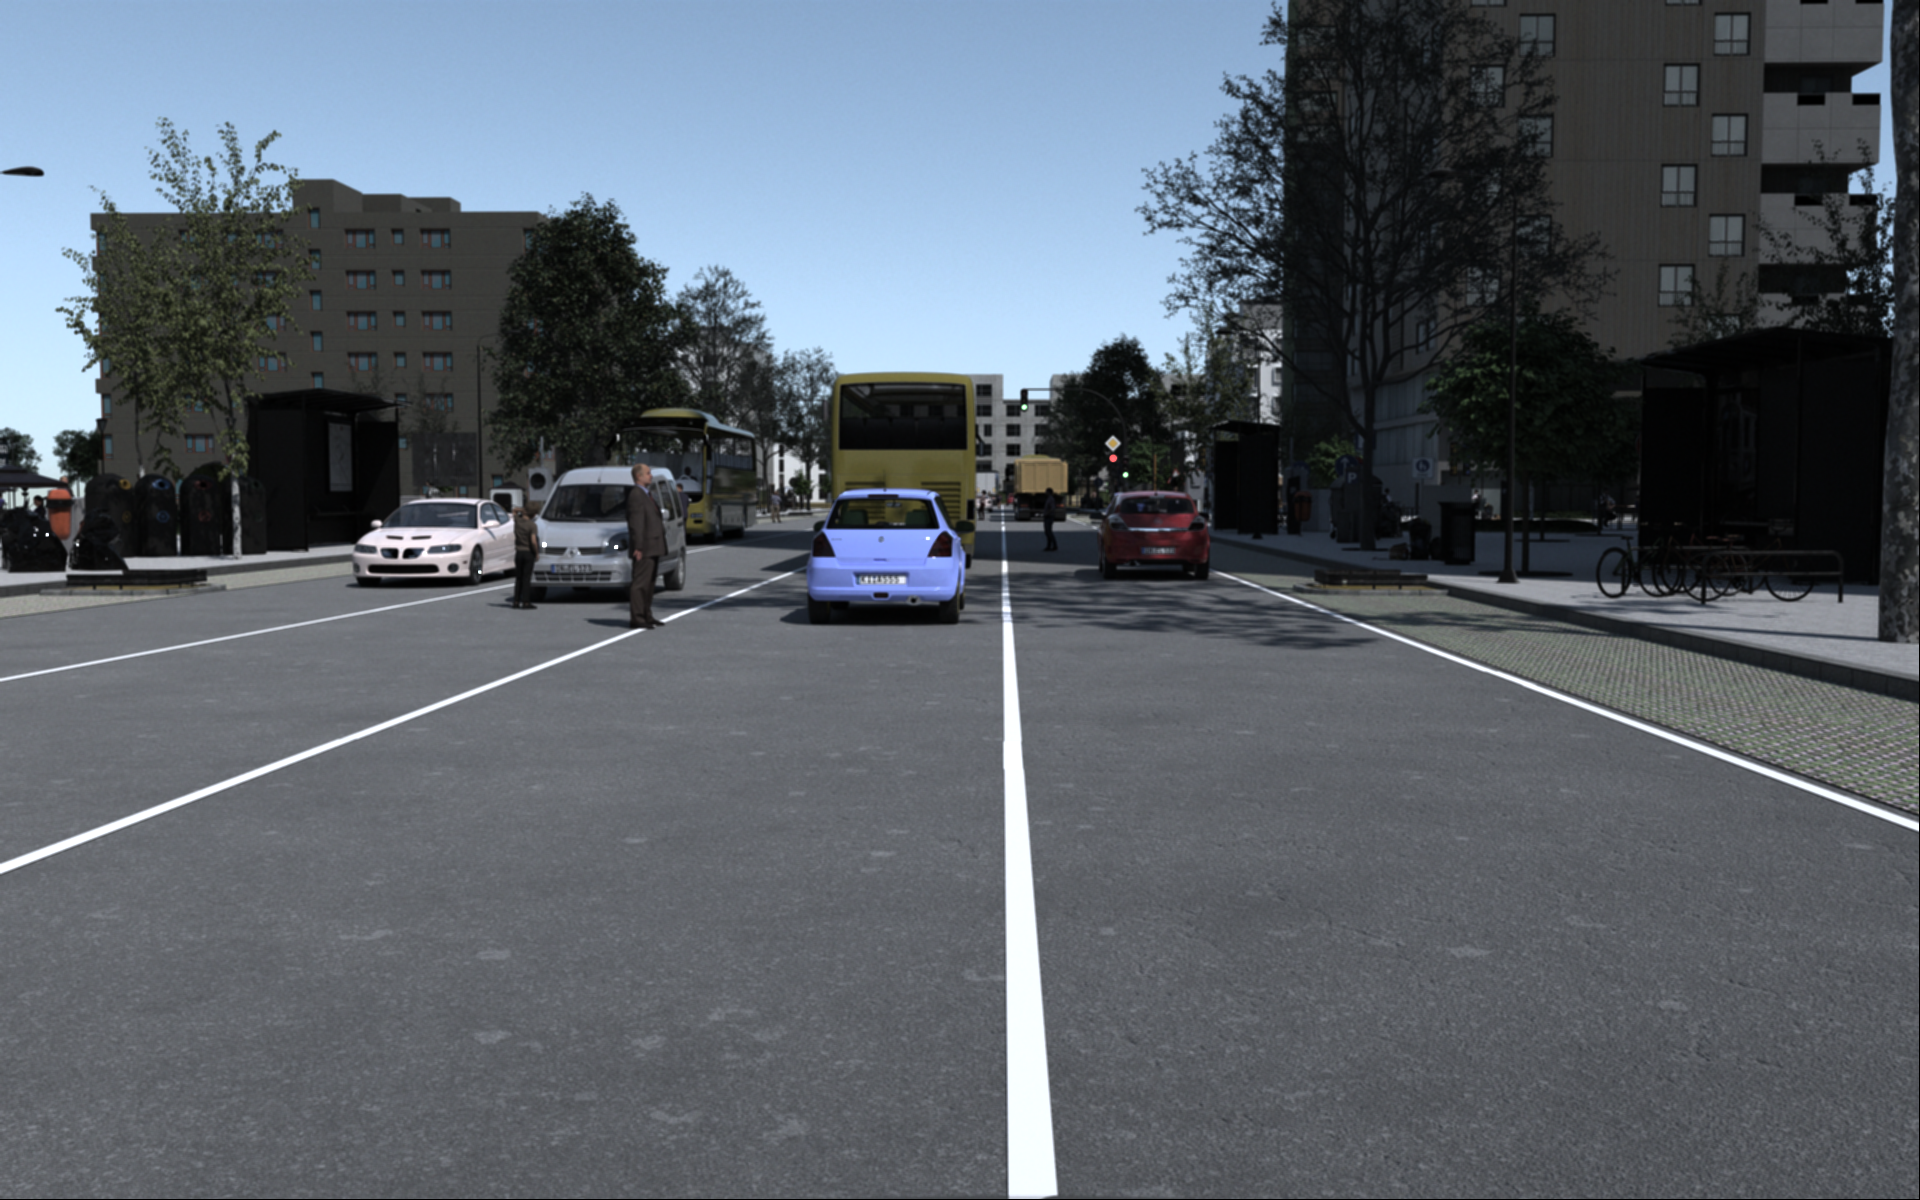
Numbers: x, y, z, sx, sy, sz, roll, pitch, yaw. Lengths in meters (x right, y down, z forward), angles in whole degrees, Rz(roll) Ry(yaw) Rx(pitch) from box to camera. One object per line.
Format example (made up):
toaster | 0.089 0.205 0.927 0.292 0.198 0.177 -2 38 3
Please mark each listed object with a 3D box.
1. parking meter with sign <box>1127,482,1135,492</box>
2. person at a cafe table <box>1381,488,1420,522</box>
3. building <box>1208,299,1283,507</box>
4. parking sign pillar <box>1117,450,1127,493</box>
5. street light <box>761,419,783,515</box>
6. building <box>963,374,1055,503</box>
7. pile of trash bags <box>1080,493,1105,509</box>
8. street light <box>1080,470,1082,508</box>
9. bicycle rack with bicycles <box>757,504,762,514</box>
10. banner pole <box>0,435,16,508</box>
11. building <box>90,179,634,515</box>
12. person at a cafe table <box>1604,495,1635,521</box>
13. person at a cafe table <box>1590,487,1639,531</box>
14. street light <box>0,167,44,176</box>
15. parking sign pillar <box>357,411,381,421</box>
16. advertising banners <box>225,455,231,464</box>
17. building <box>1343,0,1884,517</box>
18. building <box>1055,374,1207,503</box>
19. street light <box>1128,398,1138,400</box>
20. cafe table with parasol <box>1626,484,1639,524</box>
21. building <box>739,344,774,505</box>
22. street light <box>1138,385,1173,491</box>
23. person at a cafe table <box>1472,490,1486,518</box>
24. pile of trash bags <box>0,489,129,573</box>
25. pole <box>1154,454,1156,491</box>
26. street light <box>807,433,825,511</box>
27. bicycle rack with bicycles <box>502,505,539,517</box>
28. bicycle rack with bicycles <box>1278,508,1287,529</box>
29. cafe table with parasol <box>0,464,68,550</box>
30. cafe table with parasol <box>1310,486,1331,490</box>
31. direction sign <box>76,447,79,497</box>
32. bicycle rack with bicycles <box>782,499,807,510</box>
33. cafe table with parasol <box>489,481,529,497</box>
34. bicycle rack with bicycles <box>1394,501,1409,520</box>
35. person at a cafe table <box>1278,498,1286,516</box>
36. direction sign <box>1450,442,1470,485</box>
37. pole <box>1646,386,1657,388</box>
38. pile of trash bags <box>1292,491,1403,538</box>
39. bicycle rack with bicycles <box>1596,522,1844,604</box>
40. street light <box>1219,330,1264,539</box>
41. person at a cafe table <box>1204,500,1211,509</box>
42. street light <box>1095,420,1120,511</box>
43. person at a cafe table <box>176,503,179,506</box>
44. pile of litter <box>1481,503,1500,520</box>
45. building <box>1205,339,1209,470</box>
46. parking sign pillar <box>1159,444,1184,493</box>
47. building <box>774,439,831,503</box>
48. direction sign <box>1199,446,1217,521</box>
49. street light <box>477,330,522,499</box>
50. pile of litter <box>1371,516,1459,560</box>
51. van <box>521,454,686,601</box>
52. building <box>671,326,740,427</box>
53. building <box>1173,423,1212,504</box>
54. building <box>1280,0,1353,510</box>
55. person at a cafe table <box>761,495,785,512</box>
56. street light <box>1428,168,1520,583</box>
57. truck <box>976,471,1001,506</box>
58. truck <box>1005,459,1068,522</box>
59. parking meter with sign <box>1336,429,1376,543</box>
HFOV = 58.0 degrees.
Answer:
parking meter with sign | 10.154 -6.428 101.359 1.738 3.016 0.543 3 4 38
person at a cafe table | 18.273 -3.960 73.253 1.622 1.524 1.698 -2 4 -35
building | 33.840 -19.374 173.180 16.016 20.091 11.380 0 4 1
parking sign pillar | 10.064 -7.185 105.947 1.447 3.967 1.447 -1 4 -16
street light | -11.645 -8.255 107.517 1.470 5.913 1.316 0 4 1
building | -1.872 -24.323 264.144 31.486 18.905 16.747 0 4 1
pile of trash bags | 11.235 -8.518 149.018 1.912 1.369 3.447 -1 4 -11
street light | 9.956 -9.772 132.315 1.470 5.913 1.316 0 4 1
bicycle rack with bicycles | -14.231 -6.130 113.604 2.925 0.926 2.852 2 4 24
banner pole | -40.503 -5.115 73.641 0.863 3.779 0.401 -2 4 -33
building | -39.260 -16.876 120.966 27.650 21.520 28.899 0 4 1
person at a cafe table | 31.578 -4.448 83.593 1.726 1.238 1.698 -2 4 -31
person at a cafe table | 23.199 -3.244 61.562 1.698 1.524 1.622 -2 4 -30
street light | -13.704 -3.193 24.746 1.470 5.913 1.316 0 4 1
parking sign pillar | -16.580 -3.677 48.584 1.447 3.967 1.447 2 4 24
advertising banners | -30.310 -4.746 73.779 2.074 3.025 0.090 1 4 9
building | 39.576 -31.690 107.367 27.495 52.752 28.713 0 4 1
building | 29.614 -24.302 263.792 31.486 18.905 16.747 0 4 1
street light | 8.791 -6.793 83.603 1.470 5.913 1.316 0 4 1
cafe table with parasol | 29.239 -4.156 72.815 2.610 1.966 2.610 0 4 4
building | -39.737 -21.193 212.955 31.486 18.905 16.747 0 4 1
street light | 8.538 -6.217 74.184 1.470 5.913 1.316 0 4 1
person at a cafe table | 27.157 -5.103 91.950 1.698 1.524 1.622 -2 4 -33
pile of trash bags | -15.549 -1.236 29.963 1.912 1.369 3.447 -2 4 -29
pole | 10.007 -5.827 89.107 0.158 3.312 0.155 0 3 0
street light | -11.012 -9.768 132.252 1.470 5.913 1.316 0 4 1
bicycle rack with bicycles | -14.392 -2.555 55.162 2.852 0.926 2.925 -3 5 -45
bicycle rack with bicycles | 11.675 -3.053 63.293 2.925 0.926 2.852 1 4 10
cafe table with parasol | -21.876 -2.141 39.864 2.610 1.966 2.610 1 4 9
cafe table with parasol | 27.663 -7.852 133.250 2.610 1.966 2.610 2 4 28
direction sign | -42.938 -5.647 84.318 0.379 3.537 0.876 -2 4 -25
bicycle rack with bicycles | -13.774 -7.800 140.904 2.925 0.926 2.852 -2 4 -33
cafe table with parasol | -23.401 -5.216 90.146 2.610 1.966 2.610 -3 5 -39
bicycle rack with bicycles | 20.954 -4.398 85.287 2.925 0.926 2.852 -2 4 -29
person at a cafe table | 18.318 -5.566 101.863 1.698 1.238 1.726 3 4 38
direction sign | 21.629 -5.073 74.944 0.876 3.537 0.379 2 4 28
pole | 13.118 -2.392 32.949 0.158 3.312 0.155 0 3 0
pile of trash bags | 11.657 -2.586 52.032 3.447 1.369 1.912 2 4 30
bicycle rack with bicycles | 9.222 -0.483 21.278 2.925 0.926 2.852 0 4 -8
street light | 7.937 -4.690 49.221 1.470 5.913 1.316 0 4 1
person at a cafe table | 22.371 -8.665 150.192 1.698 1.524 1.622 -2 4 -31
street light | 9.361 -8.282 107.959 1.470 5.913 1.316 0 4 1
person at a cafe table | -47.482 -5.780 103.011 1.622 1.524 1.698 2 4 31
pile of litter | 25.729 -4.251 83.469 1.719 0.858 1.176 -3 5 -42
building | 34.534 -20.134 185.604 16.016 20.091 11.380 0 4 1
parking sign pillar | 11.235 -6.330 91.972 1.447 3.967 1.447 0 4 1
building | -31.744 -19.495 260.893 28.070 9.664 9.099 0 4 1
direction sign | 11.675 -5.477 81.539 0.876 3.537 0.379 0 4 5
street light | -13.130 -4.694 49.291 1.470 5.913 1.316 0 4 1
pile of litter | 8.909 -1.220 33.913 1.719 0.858 1.176 1 4 16
van | -4.983 -1.065 24.417 2.013 2.044 4.112 0 4 1
building | -32.601 -20.566 192.673 16.016 20.091 11.380 0 4 1
building | 31.191 -16.119 205.698 9.099 9.664 28.070 0 4 1
building | 33.580 -28.086 142.805 14.154 41.232 14.086 0 4 1
person at a cafe table | -13.624 -7.075 126.545 1.726 1.238 1.698 2 4 27
street light | 7.379 -3.200 24.864 1.470 5.913 1.316 0 4 1
truck | 3.431 -13.640 211.933 2.839 4.237 11.283 0 4 3
truck | 4.249 -5.962 93.406 3.469 3.379 9.791 0 4 0
parking meter with sign | 10.483 -3.040 45.958 0.543 3.016 1.738 2 4 31
